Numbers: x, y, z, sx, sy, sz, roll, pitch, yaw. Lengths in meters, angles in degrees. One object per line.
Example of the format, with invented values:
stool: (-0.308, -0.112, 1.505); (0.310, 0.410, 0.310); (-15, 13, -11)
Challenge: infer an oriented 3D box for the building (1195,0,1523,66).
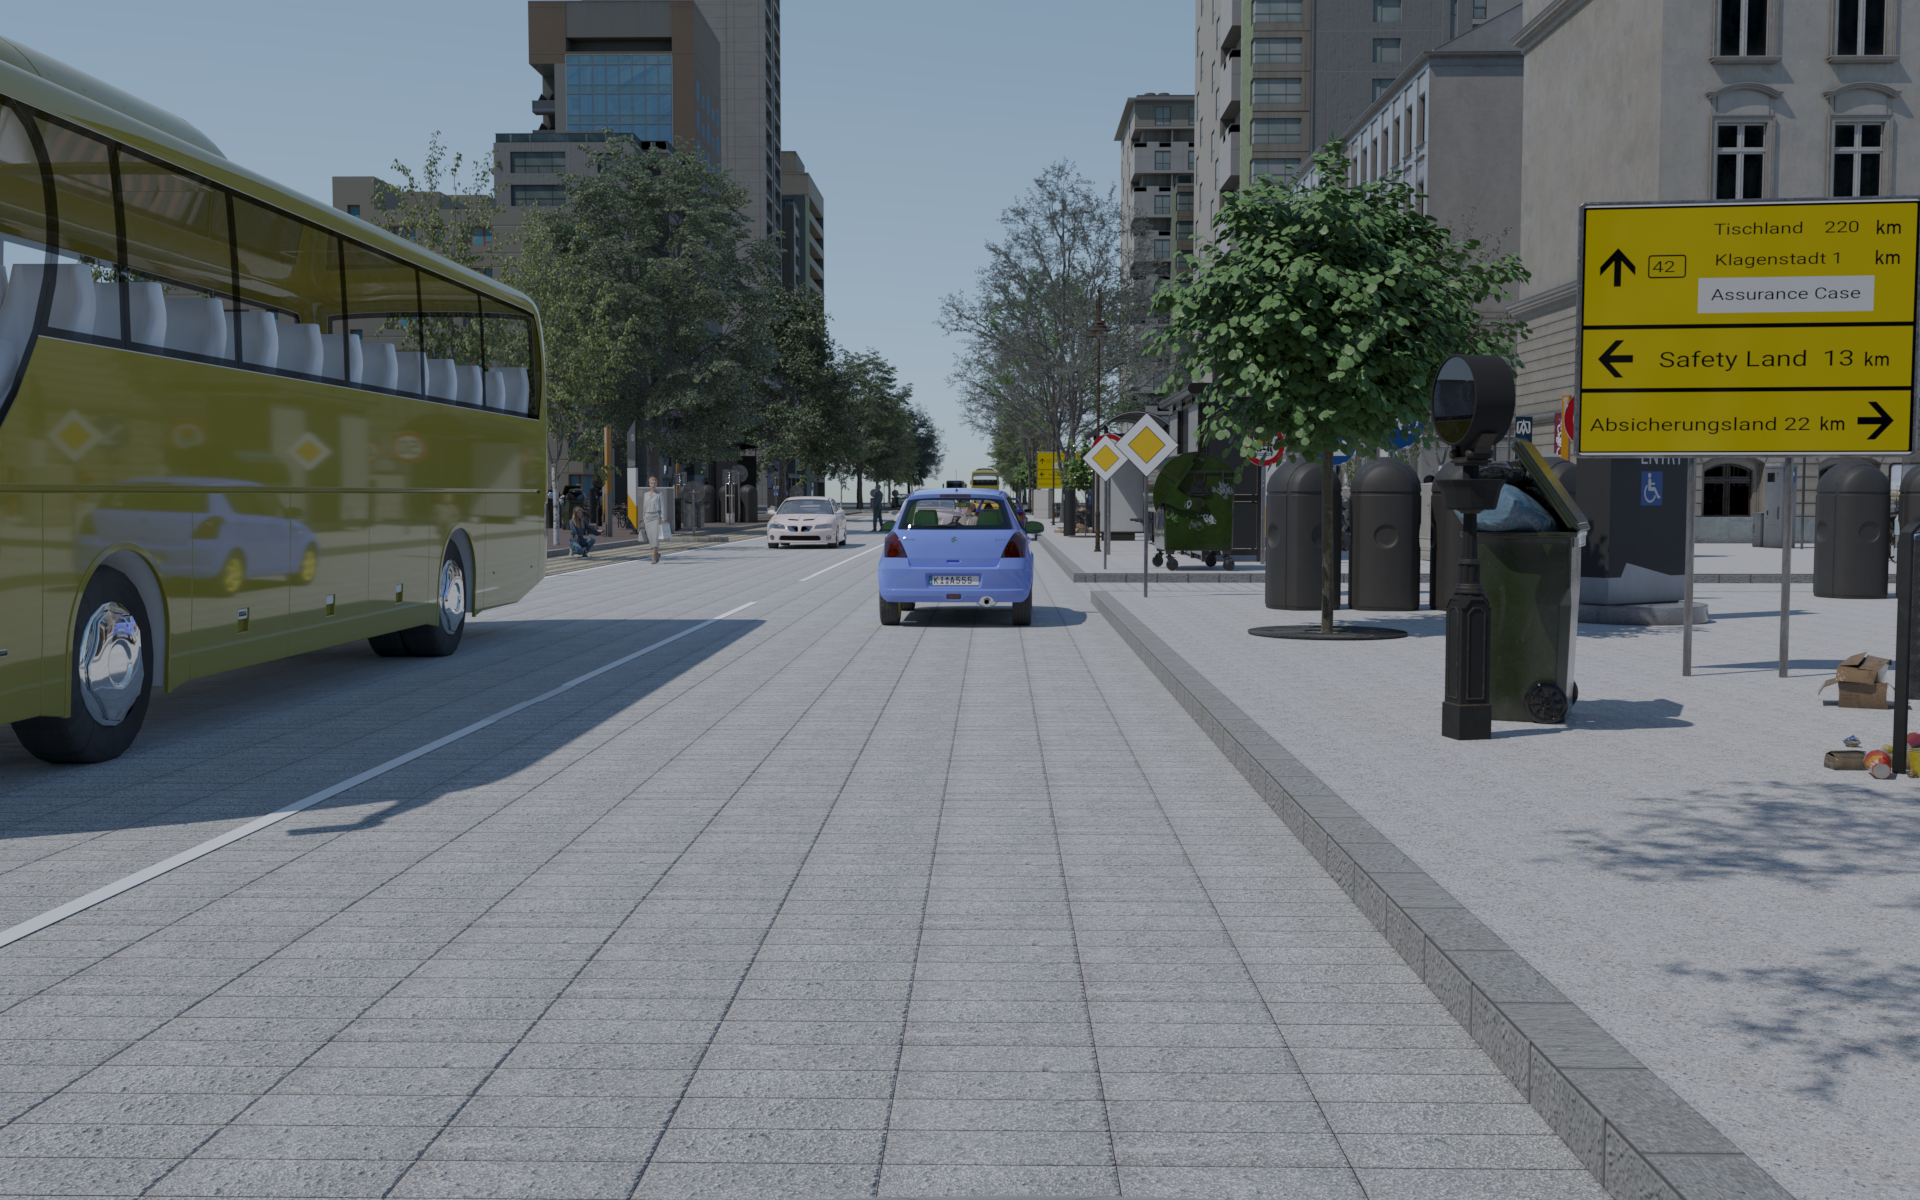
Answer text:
building: (33.475, -33.533, 137.506); (28.713, 52.752, 27.495); (0, 4, 1)

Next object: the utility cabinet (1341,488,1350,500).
utility cabinet: (13.051, -3.073, 58.914); (1.173, 1.500, 0.318); (-1, 4, -9)

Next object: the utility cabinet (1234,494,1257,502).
utility cabinet: (7.814, -2.423, 48.294); (1.173, 1.500, 0.318); (2, 4, 28)

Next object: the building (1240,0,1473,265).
building: (25.779, -26.524, 117.262); (14.154, 41.232, 14.086); (0, 4, 1)

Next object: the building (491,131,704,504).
building: (-29.183, -22.623, 141.592); (14.160, 30.474, 14.107); (0, 4, 1)

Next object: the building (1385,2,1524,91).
building: (23.132, -13.932, 76.946); (9.793, 20.994, 18.267); (0, 4, 1)

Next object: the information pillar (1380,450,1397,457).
information pillar: (5.506, -1.888, 22.229); (0.183, 3.616, 0.504); (0, 4, -2)

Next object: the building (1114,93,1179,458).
building: (35.153, -38.893, 225.141); (28.713, 52.752, 27.495); (0, 4, 1)

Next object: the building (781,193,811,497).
building: (-27.641, -33.427, 230.123); (14.154, 41.232, 14.086); (0, 4, 1)

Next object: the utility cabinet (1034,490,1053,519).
utility cabinet: (4.319, -4.969, 89.928); (0.318, 1.500, 1.173); (-3, 4, -37)

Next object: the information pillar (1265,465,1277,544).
information pillar: (7.464, -3.064, 41.449); (0.504, 3.616, 0.183); (2, 4, 26)

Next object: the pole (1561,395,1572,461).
pole: (12.487, -2.562, 35.739); (0.158, 3.312, 0.155); (0, 3, 0)

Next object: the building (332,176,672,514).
building: (-36.487, -16.814, 119.951); (27.650, 21.520, 28.899); (0, 4, 1)

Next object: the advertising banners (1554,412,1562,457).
advertising banners: (12.683, -2.542, 37.743); (0.090, 3.025, 2.074); (-1, 4, -8)

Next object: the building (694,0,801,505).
building: (-30.384, -47.321, 211.946); (20.563, 71.187, 20.611); (0, 4, 1)

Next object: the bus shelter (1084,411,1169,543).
bus shelter: (4.345, -3.114, 44.830); (2.014, 3.302, 5.546); (0, 4, 1)

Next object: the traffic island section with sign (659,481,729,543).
traffic island section with sign: (-7.987, -2.642, 51.821); (1.989, 1.847, 2.006); (0, 4, 1)

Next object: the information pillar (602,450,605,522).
information pillar: (-16.276, -5.370, 79.152); (0.183, 3.616, 0.504); (-1, 4, -15)

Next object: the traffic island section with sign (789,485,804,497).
traffic island section with sign: (-7.424, -4.290, 78.771); (1.989, 1.847, 2.006); (0, 4, 1)

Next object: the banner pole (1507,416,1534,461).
banner pole: (15.822, -3.620, 49.202); (0.863, 3.779, 0.401); (1, 4, 15)

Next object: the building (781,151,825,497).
building: (-31.066, -38.170, 247.785); (21.300, 48.544, 21.600); (0, 4, 1)

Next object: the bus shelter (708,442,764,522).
bus shelter: (-10.465, -5.508, 81.343); (1.731, 3.624, 6.357); (0, 4, 1)

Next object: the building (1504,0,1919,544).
building: (34.862, -14.059, 48.955); (34.723, 24.649, 14.460); (0, 4, 1)

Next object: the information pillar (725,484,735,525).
information pillar: (-9.701, -4.193, 73.051); (0.304, 2.012, 0.304); (1, 4, 12)

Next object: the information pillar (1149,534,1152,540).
information pillar: (5.480, -2.677, 48.254); (0.304, 2.012, 0.304); (-3, 5, -45)

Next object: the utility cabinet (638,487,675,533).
utility cabinet: (-9.825, -2.891, 55.946); (1.173, 1.500, 0.318); (0, 4, -4)

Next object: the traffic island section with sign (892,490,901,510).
traffic island section with sign: (-5.808, -9.058, 156.720); (1.989, 1.847, 2.006); (0, 4, 1)

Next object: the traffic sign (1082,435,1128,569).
traffic sign: (2.469, -1.577, 29.422); (0.795, 2.450, 0.064); (0, 4, 1)

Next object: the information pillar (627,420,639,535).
information pillar: (-10.386, -3.893, 55.005); (0.183, 3.616, 0.504); (-3, 5, -43)

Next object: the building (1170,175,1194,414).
building: (26.179, -23.694, 159.104); (14.160, 30.474, 14.107); (0, 4, 1)

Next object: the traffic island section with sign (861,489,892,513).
traffic island section with sign: (-6.367, -7.409, 129.770); (1.989, 1.847, 2.006); (0, 4, 1)

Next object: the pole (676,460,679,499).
pole: (-16.774, -6.675, 102.972); (0.158, 3.312, 0.155); (0, 3, 0)

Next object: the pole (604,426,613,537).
pole: (-10.495, -3.538, 51.682); (0.158, 3.312, 0.155); (0, 3, 0)

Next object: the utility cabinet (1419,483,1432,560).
utility cabinet: (9.087, -1.501, 33.227); (0.318, 1.500, 1.173); (0, 4, -5)

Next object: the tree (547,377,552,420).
tree: (-19.232, -7.565, 74.044); (4.360, 8.622, 3.978); (0, 3, 0)

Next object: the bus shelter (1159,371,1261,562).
bus shelter: (5.450, -3.618, 36.792); (2.179, 5.291, 8.768); (0, 4, 1)

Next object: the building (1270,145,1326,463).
building: (22.922, -15.048, 95.187); (9.793, 20.994, 18.267); (0, 4, 1)

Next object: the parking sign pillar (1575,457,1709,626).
parking sign pillar: (6.812, -1.773, 17.466); (1.447, 3.967, 1.447); (-2, 4, -33)

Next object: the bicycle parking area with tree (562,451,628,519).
bicycle parking area with tree: (-22.684, -6.836, 98.765); (9.016, 4.147, 8.231); (3, 5, 43)

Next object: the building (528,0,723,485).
building: (-29.419, -30.937, 155.922); (14.600, 45.320, 14.200); (0, 4, 1)

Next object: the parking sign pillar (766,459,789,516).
parking sign pillar: (-10.802, -6.989, 102.736); (1.447, 3.967, 1.447); (2, 4, 30)

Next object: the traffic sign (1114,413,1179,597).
traffic sign: (2.302, -1.088, 21.438); (0.795, 2.450, 0.064); (0, 4, 1)
